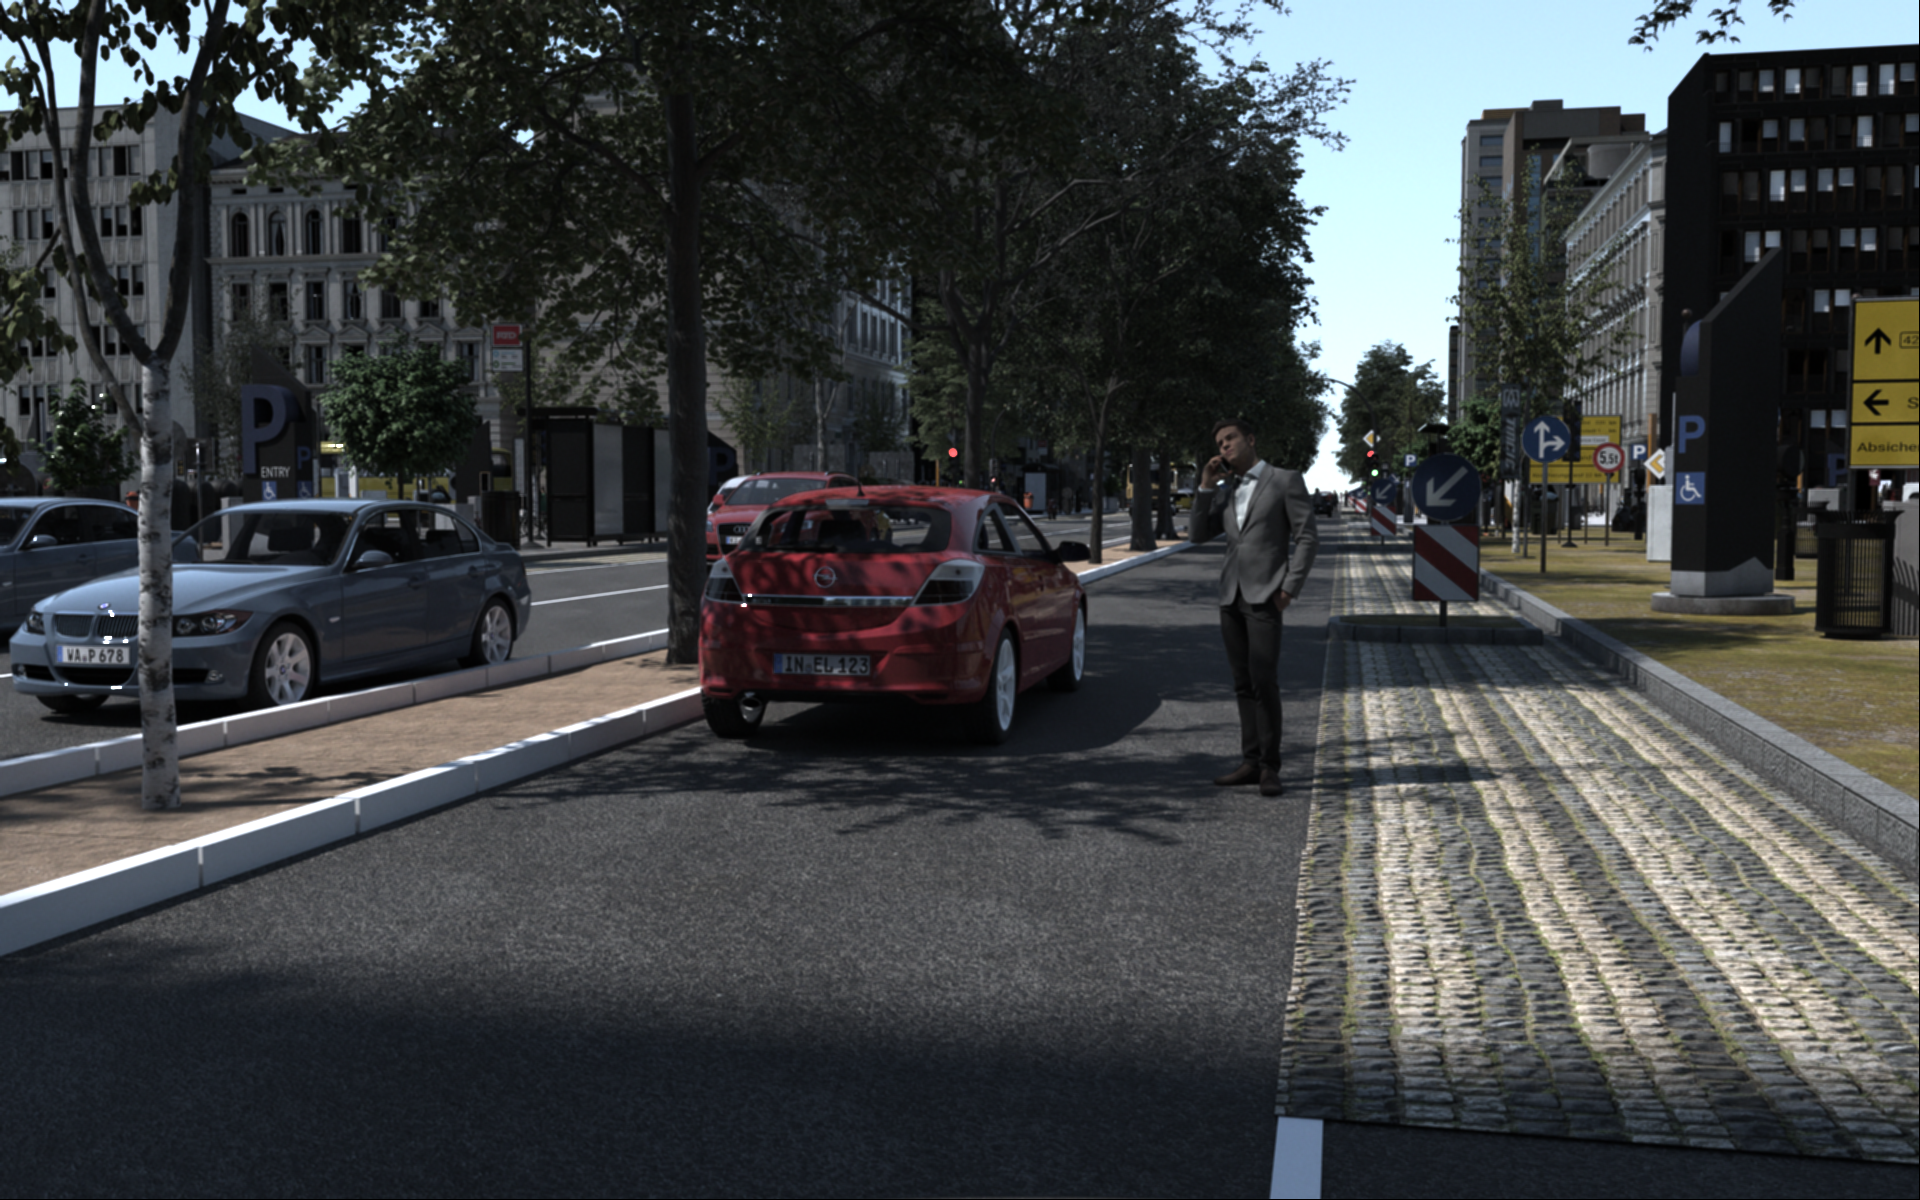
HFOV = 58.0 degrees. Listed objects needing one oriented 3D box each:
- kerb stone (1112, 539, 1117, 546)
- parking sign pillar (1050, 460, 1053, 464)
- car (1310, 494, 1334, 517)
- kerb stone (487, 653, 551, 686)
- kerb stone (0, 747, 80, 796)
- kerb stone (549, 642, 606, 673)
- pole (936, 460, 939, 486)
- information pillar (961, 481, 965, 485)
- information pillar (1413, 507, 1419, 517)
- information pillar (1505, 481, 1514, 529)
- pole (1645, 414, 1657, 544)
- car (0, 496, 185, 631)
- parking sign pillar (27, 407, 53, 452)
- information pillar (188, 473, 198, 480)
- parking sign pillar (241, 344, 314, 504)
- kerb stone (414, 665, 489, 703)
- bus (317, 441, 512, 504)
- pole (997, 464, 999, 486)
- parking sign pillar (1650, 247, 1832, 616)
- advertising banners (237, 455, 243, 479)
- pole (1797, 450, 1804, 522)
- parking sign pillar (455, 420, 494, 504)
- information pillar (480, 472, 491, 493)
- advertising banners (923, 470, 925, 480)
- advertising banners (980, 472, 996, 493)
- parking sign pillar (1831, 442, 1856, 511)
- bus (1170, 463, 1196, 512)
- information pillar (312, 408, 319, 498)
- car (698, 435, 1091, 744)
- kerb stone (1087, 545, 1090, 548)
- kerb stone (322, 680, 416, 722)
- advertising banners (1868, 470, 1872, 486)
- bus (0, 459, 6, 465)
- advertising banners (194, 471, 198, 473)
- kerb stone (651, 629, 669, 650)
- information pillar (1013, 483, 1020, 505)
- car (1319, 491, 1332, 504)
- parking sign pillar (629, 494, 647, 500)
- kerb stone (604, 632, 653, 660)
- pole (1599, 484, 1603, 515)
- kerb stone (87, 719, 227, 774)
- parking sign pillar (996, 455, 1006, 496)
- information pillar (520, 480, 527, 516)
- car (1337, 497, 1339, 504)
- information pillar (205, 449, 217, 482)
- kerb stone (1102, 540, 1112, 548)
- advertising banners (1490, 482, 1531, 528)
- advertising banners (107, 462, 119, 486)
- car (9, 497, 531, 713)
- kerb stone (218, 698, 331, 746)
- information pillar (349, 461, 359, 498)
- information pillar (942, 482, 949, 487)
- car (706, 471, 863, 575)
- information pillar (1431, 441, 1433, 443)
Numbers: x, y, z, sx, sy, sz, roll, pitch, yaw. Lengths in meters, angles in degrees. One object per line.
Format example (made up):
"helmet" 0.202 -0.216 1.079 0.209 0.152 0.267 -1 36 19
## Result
"kerb stone" 4.103 -1.536 47.315 0.120 0.150 1.000 1 4 12
"parking sign pillar" 7.255 -9.145 137.997 1.447 3.967 1.447 -1 4 -14
"car" 22.256 -5.988 107.693 2.009 1.686 4.222 1 4 11
"kerb stone" -3.438 0.545 13.285 0.120 0.150 1.000 1 4 12
"kerb stone" -4.544 0.850 8.293 0.120 0.150 1.000 1 4 12
"kerb stone" -3.205 0.484 14.281 0.120 0.150 1.000 1 4 12
"pole" -1.270 -6.411 98.663 0.158 3.312 0.155 0 3 0
"information pillar" 0.257 -5.751 98.523 0.304 2.012 0.304 -2 4 -30
"information pillar" 26.130 -6.574 98.833 0.183 3.616 0.504 2 4 32
"information pillar" 20.117 -4.409 63.440 0.183 3.616 0.504 -1 4 -19
"pole" 17.599 -3.073 44.091 0.158 3.312 0.155 0 3 0
"car" -9.514 -0.322 17.273 2.014 1.417 4.499 1 4 12
"parking sign pillar" -28.779 -4.019 54.186 1.447 3.967 1.447 -3 5 -40
"information pillar" -26.339 -3.375 59.674 0.304 2.012 0.304 2 4 34
"parking sign pillar" -12.126 -2.586 30.758 1.447 3.967 1.447 2 4 26
"kerb stone" -3.656 0.607 12.286 0.120 0.150 1.000 1 4 12
"bus" -27.151 -5.482 81.177 12.252 3.916 2.896 1 4 13
"pole" 2.350 -6.898 106.631 0.158 3.312 0.155 0 3 0
"parking sign pillar" 8.318 -1.854 18.792 1.447 3.967 1.447 -2 4 -34
"advertising banners" -31.228 -4.953 77.175 2.074 3.025 0.090 0 4 8
"pole" 38.625 -5.247 79.637 0.158 3.312 0.155 0 3 0
"parking sign pillar" -17.823 -4.594 63.581 1.447 3.967 1.447 0 4 6
"information pillar" -15.921 -3.283 58.169 0.304 2.012 0.304 0 4 -5
"advertising banners" -2.977 -7.888 125.149 0.090 3.025 2.074 1 4 23
"advertising banners" 2.314 -8.628 137.251 2.074 3.025 0.090 -2 4 -28
"parking sign pillar" 42.301 -5.796 83.237 1.447 3.967 1.447 1 4 8
"bus" 17.125 -8.636 132.748 2.896 3.916 12.252 1 4 11
"information pillar" -15.401 -3.029 40.871 0.183 3.616 0.504 3 4 38
"car" -0.269 -0.152 11.534 2.155 1.783 4.494 1 4 13
"kerb stone" 3.443 -1.352 44.308 0.120 0.150 1.000 1 4 12
"kerb stone" -3.881 0.667 11.288 0.120 0.150 1.000 1 4 12
"advertising banners" 29.483 -3.573 54.612 0.090 3.025 2.074 -2 4 -25
"bus" -52.481 -5.601 86.433 13.247 3.499 2.948 1 4 11
"advertising banners" -35.512 -5.078 79.208 0.090 3.025 2.074 2 4 33
"kerb stone" -2.768 0.362 16.281 0.120 0.150 1.000 1 4 12
"information pillar" 3.627 -6.519 111.075 0.304 2.012 0.304 -3 4 -39
"car" 45.297 -12.600 214.678 2.281 1.827 5.304 1 4 12
"parking sign pillar" -9.683 -4.015 54.119 1.447 3.967 1.447 1 4 20
"kerb stone" -2.986 0.423 15.279 0.120 0.150 1.000 1 4 12
"pole" 40.250 -7.022 108.658 0.158 3.312 0.155 0 3 0
"kerb stone" -4.317 0.789 9.290 0.120 0.150 1.000 1 4 12
"parking sign pillar" 2.693 -7.638 113.347 1.447 3.967 1.447 -1 4 -8
"information pillar" -22.996 -5.302 91.178 0.304 2.012 0.304 3 5 40
"car" 56.338 -15.294 261.852 2.131 1.459 4.920 1 4 14
"information pillar" -32.878 -5.179 76.027 0.504 3.616 0.183 -1 4 -16
"kerb stone" 3.882 -1.475 46.317 0.120 0.150 1.000 1 4 12
"advertising banners" 20.724 -4.230 65.344 2.074 3.025 0.090 -2 4 -24
"advertising banners" -26.690 -3.499 53.404 0.090 3.025 2.074 1 4 22
"car" -4.800 -0.044 12.722 2.014 1.417 4.499 1 4 13
"kerb stone" -4.093 0.728 10.288 0.120 0.150 1.000 1 4 12
"information pillar" -17.482 -3.584 49.951 0.183 3.616 0.504 -3 5 -42
"information pillar" -0.870 -6.026 103.012 0.304 2.012 0.304 -3 4 -38
"car" -2.743 -1.210 28.451 2.281 1.827 5.304 1 4 11
"information pillar" 20.974 -5.235 76.946 0.183 3.616 0.504 2 4 28
